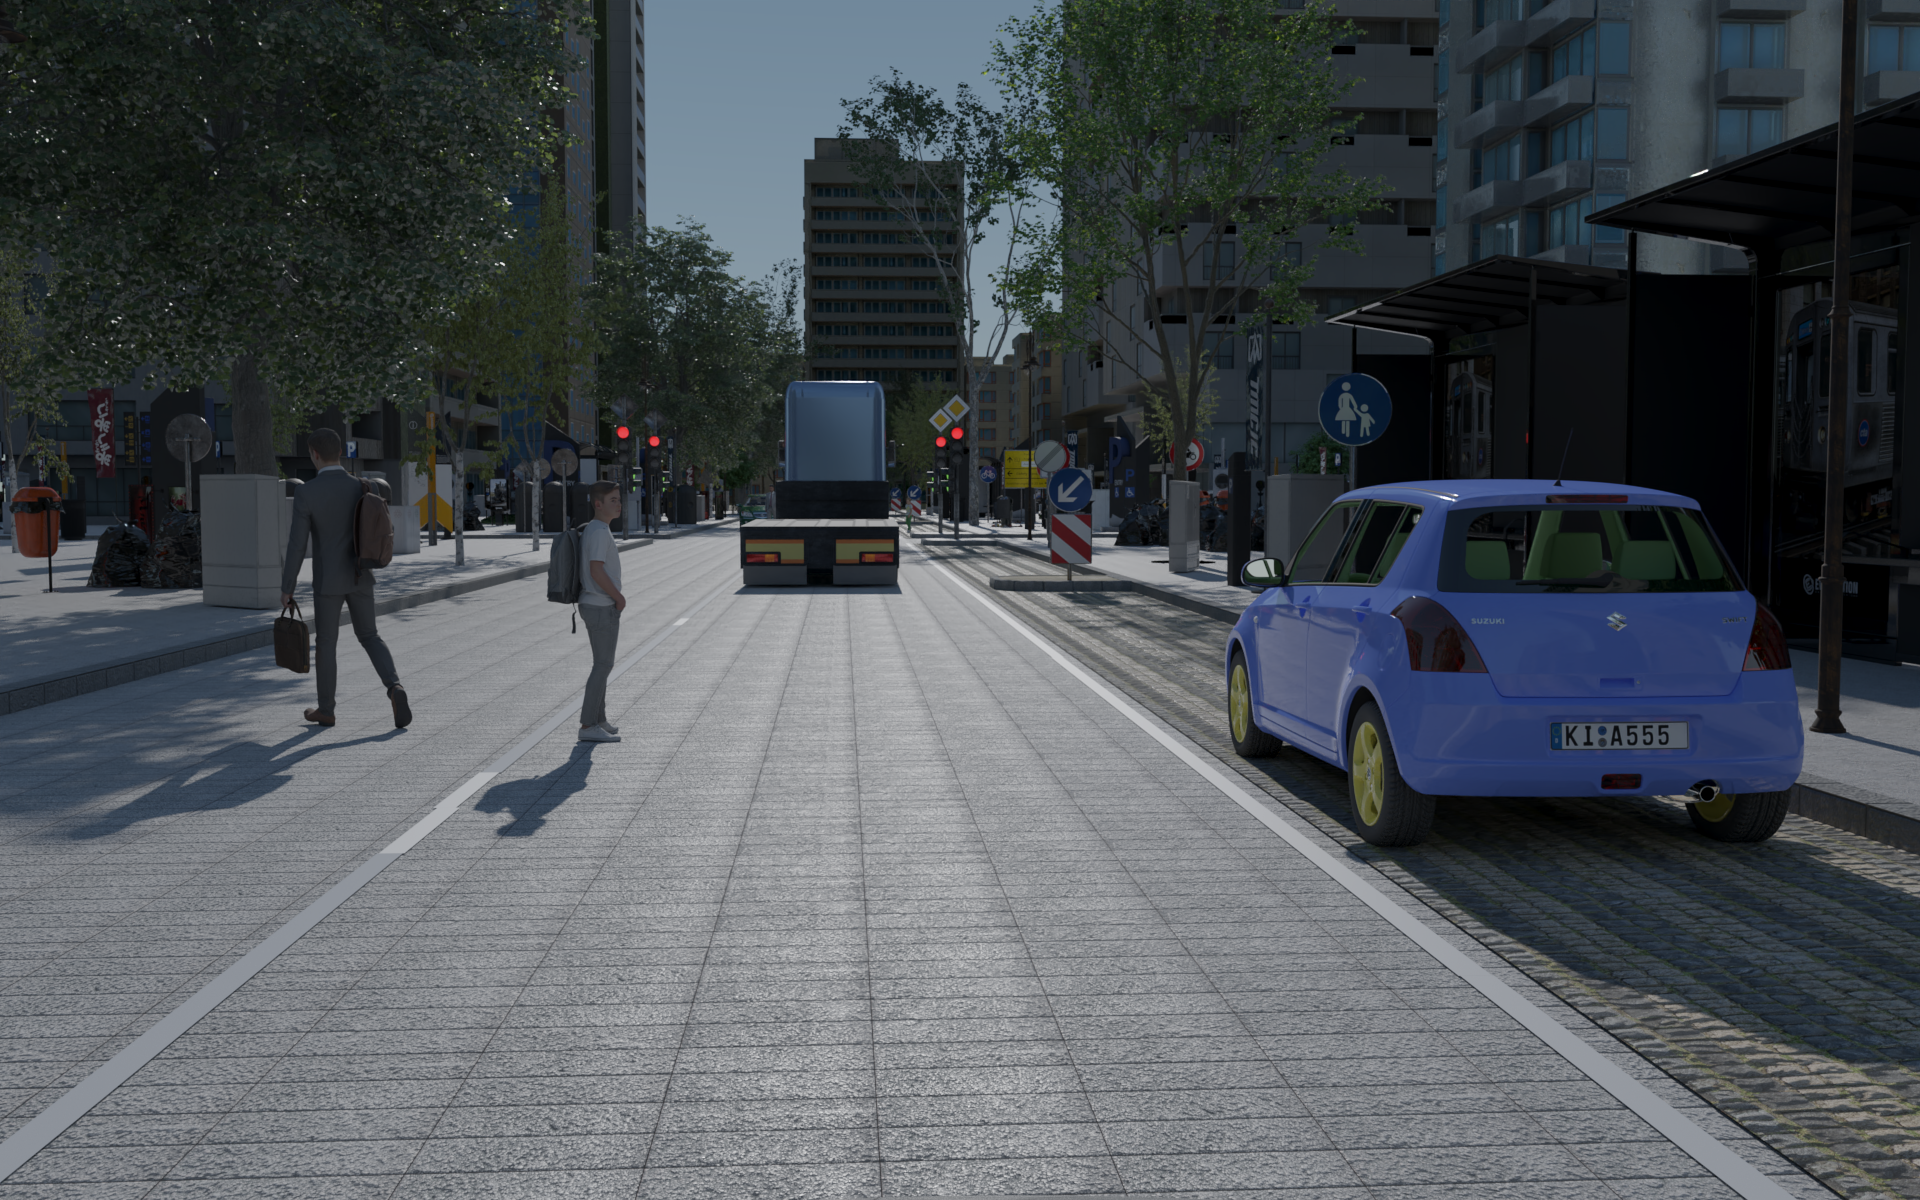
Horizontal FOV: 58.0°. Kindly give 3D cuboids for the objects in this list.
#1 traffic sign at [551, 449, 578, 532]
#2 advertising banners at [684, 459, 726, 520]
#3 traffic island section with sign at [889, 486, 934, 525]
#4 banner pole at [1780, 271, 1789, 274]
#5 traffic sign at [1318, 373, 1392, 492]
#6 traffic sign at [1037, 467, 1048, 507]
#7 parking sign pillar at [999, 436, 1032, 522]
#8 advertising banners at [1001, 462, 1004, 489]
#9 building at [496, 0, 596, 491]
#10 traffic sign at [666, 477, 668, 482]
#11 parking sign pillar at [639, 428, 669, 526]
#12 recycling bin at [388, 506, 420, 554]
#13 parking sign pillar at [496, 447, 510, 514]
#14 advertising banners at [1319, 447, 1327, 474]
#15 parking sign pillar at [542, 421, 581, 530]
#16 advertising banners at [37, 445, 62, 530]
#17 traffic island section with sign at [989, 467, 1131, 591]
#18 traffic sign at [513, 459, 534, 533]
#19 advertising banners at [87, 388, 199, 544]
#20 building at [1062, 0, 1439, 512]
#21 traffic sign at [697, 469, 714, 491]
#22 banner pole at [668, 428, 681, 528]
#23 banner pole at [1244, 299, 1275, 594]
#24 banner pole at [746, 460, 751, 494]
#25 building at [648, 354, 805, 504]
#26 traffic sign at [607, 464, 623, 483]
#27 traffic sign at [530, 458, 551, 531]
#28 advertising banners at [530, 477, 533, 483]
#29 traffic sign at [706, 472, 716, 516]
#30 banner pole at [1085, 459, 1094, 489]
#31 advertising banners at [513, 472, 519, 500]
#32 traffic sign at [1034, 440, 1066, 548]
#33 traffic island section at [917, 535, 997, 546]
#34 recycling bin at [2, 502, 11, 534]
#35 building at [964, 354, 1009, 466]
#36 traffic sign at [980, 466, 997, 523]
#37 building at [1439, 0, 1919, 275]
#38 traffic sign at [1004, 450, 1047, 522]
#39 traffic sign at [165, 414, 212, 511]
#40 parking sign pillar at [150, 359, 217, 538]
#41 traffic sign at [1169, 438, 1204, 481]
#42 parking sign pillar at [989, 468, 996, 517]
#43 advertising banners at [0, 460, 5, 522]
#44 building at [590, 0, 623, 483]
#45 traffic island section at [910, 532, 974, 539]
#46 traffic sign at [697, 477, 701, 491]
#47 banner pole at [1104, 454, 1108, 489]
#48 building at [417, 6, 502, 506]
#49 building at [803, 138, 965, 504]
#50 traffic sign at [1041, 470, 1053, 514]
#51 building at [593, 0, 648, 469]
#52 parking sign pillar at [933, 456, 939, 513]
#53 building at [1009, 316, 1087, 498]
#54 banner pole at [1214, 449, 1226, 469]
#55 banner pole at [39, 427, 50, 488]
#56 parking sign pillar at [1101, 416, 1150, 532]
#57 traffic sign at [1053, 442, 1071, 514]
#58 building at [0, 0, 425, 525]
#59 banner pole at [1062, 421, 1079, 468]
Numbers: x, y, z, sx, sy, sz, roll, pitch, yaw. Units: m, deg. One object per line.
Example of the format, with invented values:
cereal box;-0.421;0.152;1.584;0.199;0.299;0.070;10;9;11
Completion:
traffic sign;-11.074;-2.958;48.473;0.768;2.556;0.104;0;4;5
advertising banners;-12.840;-5.562;87.122;2.074;3.025;0.090;0;4;1
traffic island section with sign;-2.279;-4.454;81.444;1.989;1.847;2.006;0;4;-4
banner pole;8.200;-1.676;17.419;0.401;3.779;0.863;1;4;14
traffic sign;4.157;-1.114;18.320;0.768;2.556;0.104;0;4;4
traffic sign;2.962;-3.566;58.411;0.768;2.556;0.104;0;4;1
parking sign pillar;2.787;-5.643;80.742;1.447;3.967;1.447;2;4;27
advertising banners;2.927;-6.057;95.213;2.074;3.025;0.090;-3;5;-44
building;-36.870;-29.730;136.193;14.600;45.320;14.200;0;4;-4
traffic sign;-17.376;-6.384;104.480;0.768;2.556;0.104;0;4;1
parking sign pillar;-12.633;-5.023;70.592;1.447;3.967;1.447;1;4;14
recycling bin;-12.130;-1.517;37.359;0.722;1.027;0.722;0;4;8
parking sign pillar;-24.252;-6.331;91.992;1.447;3.967;1.447;0;4;-1
advertising banners;13.966;-4.198;64.817;0.090;3.025;2.074;3;5;44
parking sign pillar;-14.401;-4.533;62.585;1.447;3.967;1.447;0;4;-2
advertising banners;-32.319;-3.992;61.462;0.090;3.025;2.074;0;4;-8
traffic island section with sign;1.471;-1.080;26.292;1.989;1.847;2.006;0;4;-4
traffic sign;-14.327;-3.413;56.987;0.795;2.450;0.064;0;4;6
advertising banners;-13.396;-1.969;28.388;2.074;3.025;0.090;1;4;15
building;23.916;-34.413;151.895;28.713;52.752;27.495;0;4;-4
traffic sign;-12.911;-5.366;87.738;0.884;2.594;0.081;0;4;-2
banner pole;-10.872;-4.620;65.561;0.401;3.779;0.863;1;4;18
banner pole;3.896;-1.988;22.514;0.401;3.779;0.863;-1;4;-17
banner pole;-16.317;-8.529;129.471;0.863;3.779;0.401;-3;4;-38
building;-36.033;-24.217;240.994;28.899;21.520;27.650;0;4;-4
traffic sign;-11.789;-3.505;59.428;0.606;2.300;0.079;0;4;2
traffic sign;-14.754;-3.713;60.817;0.768;2.556;0.104;0;4;-3
advertising banners;-30.018;-7.850;124.531;0.090;3.025;2.074;3;4;36
traffic sign;-14.595;-6.159;100.812;0.768;2.556;0.104;0;3;0
banner pole;9.160;-8.153;123.320;0.863;3.779;0.401;0;4;6
advertising banners;-32.398;-7.793;123.605;2.074;3.025;0.090;0;4;3
traffic sign;2.127;-2.511;41.164;0.768;2.556;0.104;0;4;-2
traffic island section;-0.075;-1.630;48.934;2.009;0.180;2.903;0;4;-4
recycling bin;-30.364;-2.653;55.930;0.722;1.027;0.722;0;4;7
building;14.308;-24.464;245.027;28.899;21.520;27.650;0;4;-4
traffic sign;1.264;-4.749;77.748;0.768;2.556;0.104;0;4;2
building;38.455;-28.265;81.749;30.456;49.044;23.786;0;4;-4
traffic sign;3.151;-5.246;79.648;2.265;3.308;0.079;0;4;-1
traffic sign;-12.249;-1.676;27.503;0.768;2.556;0.104;0;4;4
parking sign pillar;-15.650;-2.842;34.934;1.447;3.967;1.447;1;4;21
traffic sign;4.994;-2.333;38.245;0.768;2.556;0.104;0;4;1
parking sign pillar;2.251;-6.682;97.721;1.447;3.967;1.447;1;4;16
advertising banners;-49.079;-5.726;89.808;0.090;3.025;2.074;0;4;5
building;-41.048;-43.724;153.135;20.563;71.187;20.611;0;4;-4
traffic island section;-0.618;-2.117;56.901;2.009;0.180;2.903;0;4;-4
traffic sign;-19.367;-7.913;129.480;0.768;2.556;0.104;0;4;5
banner pole;9.057;-7.181;107.427;0.401;3.779;0.863;1;4;22
building;-41.897;-29.651;108.488;21.300;48.544;21.600;0;4;-4
building;-10.644;-37.631;238.974;21.600;48.544;21.300;0;4;-4
traffic sign;2.390;-2.625;45.051;0.606;2.300;0.079;0;4;5
building;-47.176;-39.009;179.803;28.212;58.520;21.231;0;4;-4
parking sign pillar;-1.542;-7.898;117.606;1.447;3.967;1.447;1;4;8
building;20.587;-20.542;180.894;27.650;21.520;28.899;0;4;-4
banner pole;14.445;-6.487;96.073;0.863;3.779;0.401;2;4;31
banner pole;-34.080;-4.560;64.567;0.401;3.779;0.863;0;4;-2
parking sign pillar;5.518;-4.304;58.847;1.447;3.967;1.447;-1;4;-18
traffic sign;2.305;-2.573;42.171;0.768;2.556;0.104;0;4;-3
building;-32.509;-18.623;76.180;14.160;30.474;14.107;0;4;-4
banner pole;3.738;-4.253;59.561;0.863;3.779;0.401;-2;4;-32
